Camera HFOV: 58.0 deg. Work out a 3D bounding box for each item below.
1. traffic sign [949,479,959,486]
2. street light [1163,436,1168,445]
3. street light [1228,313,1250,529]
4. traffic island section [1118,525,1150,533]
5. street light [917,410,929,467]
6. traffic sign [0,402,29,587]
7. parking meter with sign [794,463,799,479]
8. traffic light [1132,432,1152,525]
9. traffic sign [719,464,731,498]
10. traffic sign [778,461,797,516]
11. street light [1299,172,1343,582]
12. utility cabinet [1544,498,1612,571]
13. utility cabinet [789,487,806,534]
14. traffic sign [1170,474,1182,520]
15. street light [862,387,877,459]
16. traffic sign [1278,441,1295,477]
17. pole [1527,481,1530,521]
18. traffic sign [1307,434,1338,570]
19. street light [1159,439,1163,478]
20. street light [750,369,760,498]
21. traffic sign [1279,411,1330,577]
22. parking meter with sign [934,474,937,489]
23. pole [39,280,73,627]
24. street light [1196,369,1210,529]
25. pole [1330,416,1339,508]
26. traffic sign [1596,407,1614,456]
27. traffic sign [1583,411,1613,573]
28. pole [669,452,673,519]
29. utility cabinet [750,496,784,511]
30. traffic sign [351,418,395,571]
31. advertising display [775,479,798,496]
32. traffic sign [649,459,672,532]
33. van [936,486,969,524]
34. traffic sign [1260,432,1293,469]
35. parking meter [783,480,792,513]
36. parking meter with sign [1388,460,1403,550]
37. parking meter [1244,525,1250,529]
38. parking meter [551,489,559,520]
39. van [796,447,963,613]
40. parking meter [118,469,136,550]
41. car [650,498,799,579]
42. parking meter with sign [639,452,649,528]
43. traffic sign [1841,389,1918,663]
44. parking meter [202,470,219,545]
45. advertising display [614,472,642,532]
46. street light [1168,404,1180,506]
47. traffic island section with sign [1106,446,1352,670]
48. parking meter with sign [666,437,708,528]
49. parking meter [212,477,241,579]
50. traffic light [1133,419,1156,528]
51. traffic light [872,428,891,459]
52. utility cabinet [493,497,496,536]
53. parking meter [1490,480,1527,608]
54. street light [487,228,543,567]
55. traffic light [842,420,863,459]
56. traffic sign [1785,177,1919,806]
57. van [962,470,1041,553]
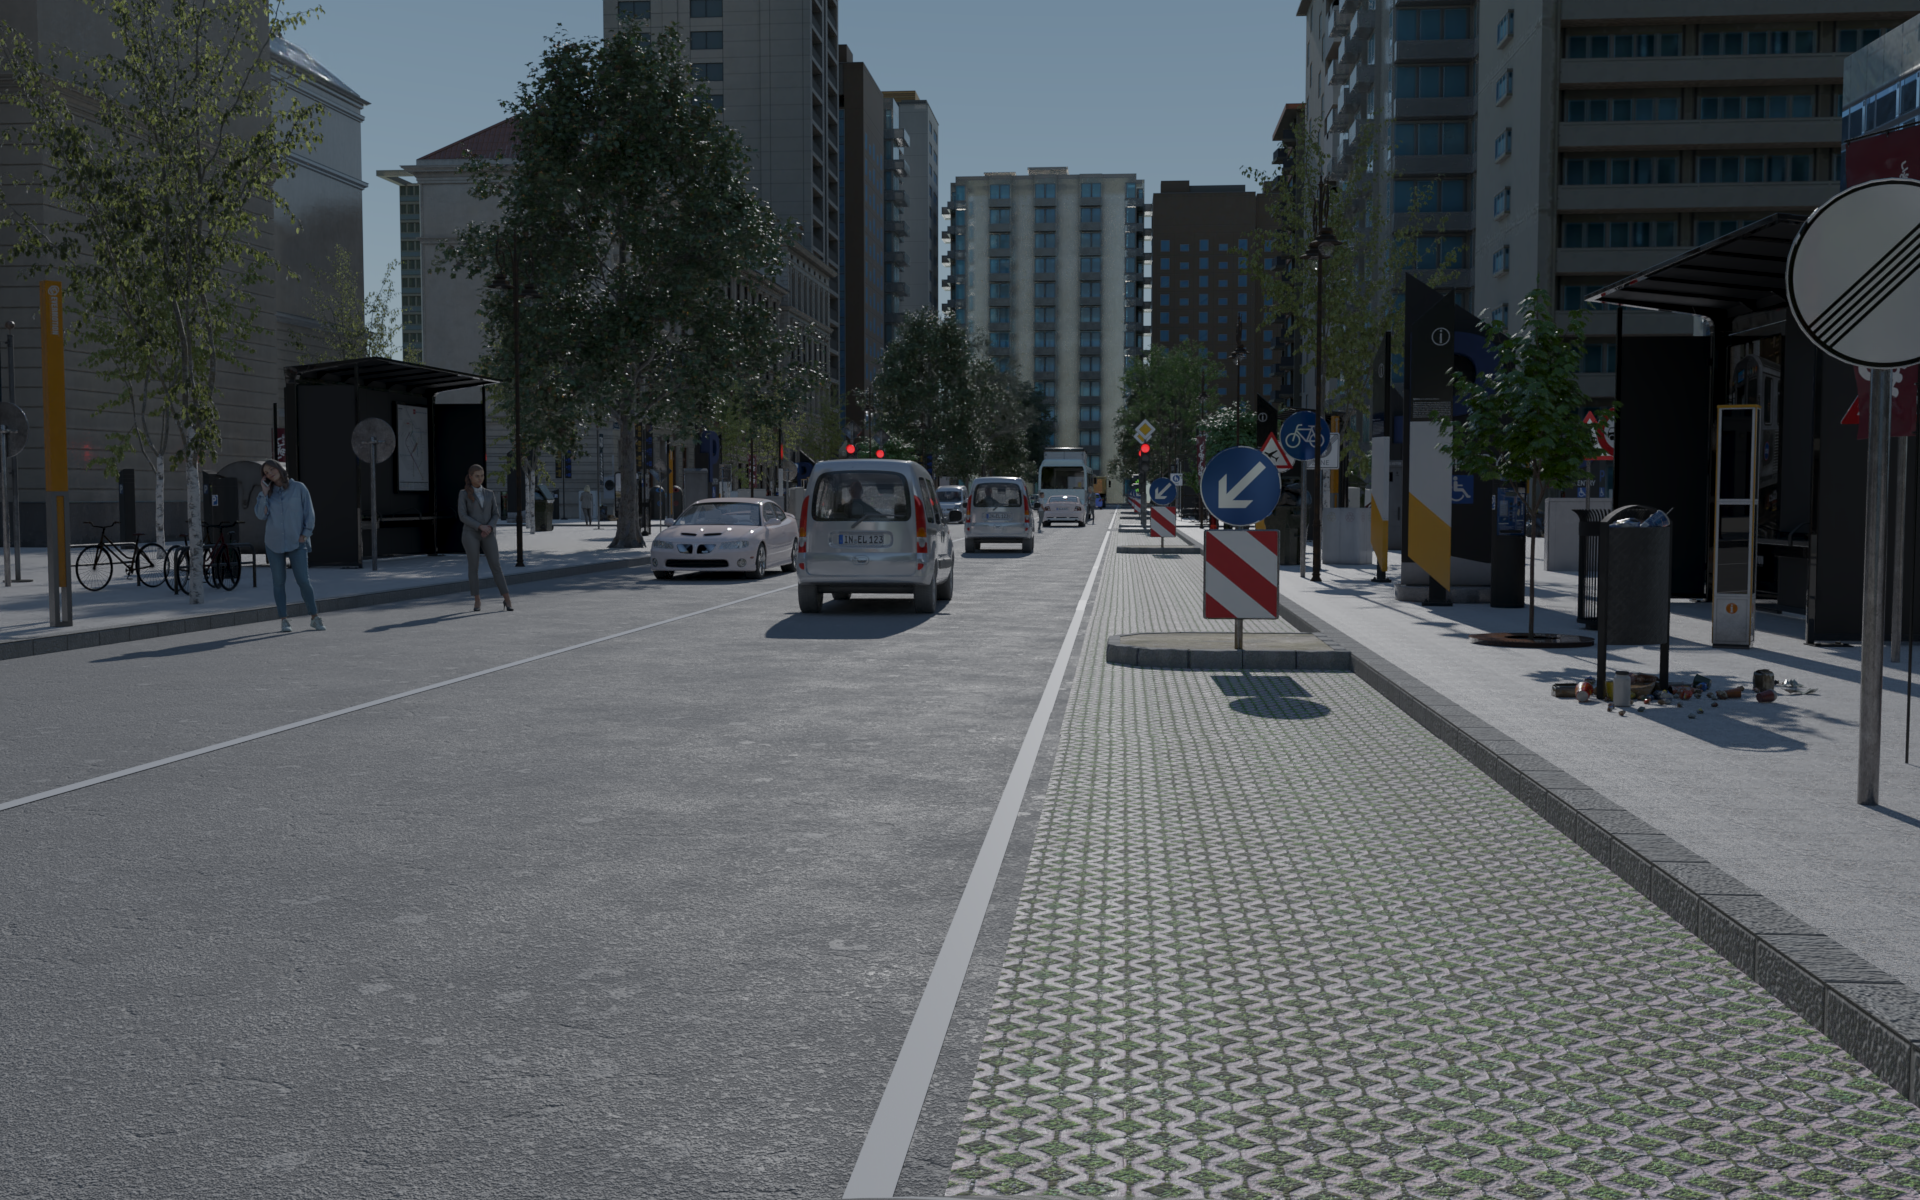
[{"bbox_3d":[-0.381,-6.619,110.346,0.606,2.300,0.079,1,4,10],"label":"traffic sign"},{"bbox_3d":[13.111,-8.282,108.199,0.468,5.910,1.993,0,4,5],"label":"street light"},{"bbox_3d":[7.108,-4.373,44.286,0.468,5.910,1.993,0,4,5],"label":"street light"},{"bbox_3d":[6.927,-2.599,64.772,2.009,0.180,2.903,0,4,5],"label":"traffic island section"},{"bbox_3d":[-1.985,-7.346,92.900,0.468,5.910,1.993,0,4,5],"label":"street light"},{"bbox_3d":[-13.205,-1.458,23.945,0.768,2.556,0.104,1,4,13],"label":"traffic sign"},{"bbox_3d":[-9.483,-6.193,97.519,0.543,3.016,1.738,-1,4,-16],"label":"parking meter with sign"},{"bbox_3d":[7.633,-5.119,72.613,0.839,4.253,0.868,0,4,5],"label":"traffic light"},{"bbox_3d":[-8.128,-3.498,59.328,0.606,2.300,0.079,1,4,13],"label":"traffic sign"},{"bbox_3d":[-6.560,-4.023,65.883,0.768,2.556,0.104,1,4,12],"label":"traffic sign"},{"bbox_3d":[5.233,-3.210,25.272,0.468,5.910,1.993,0,4,5],"label":"street light"},{"bbox_3d":[10.289,-1.082,28.858,1.020,1.237,0.306,0,4,7],"label":"utility cabinet"},{"bbox_3d":[-5.236,-2.855,55.362,0.318,1.500,1.173,-1,4,-15],"label":"utility cabinet"},{"bbox_3d":[10.749,-5.137,86.114,0.606,2.300,0.079,1,4,12],"label":"traffic sign"},{"bbox_3d":[-3.836,-6.185,73.912,0.468,5.910,1.993,0,4,5],"label":"street light"},{"bbox_3d":[7.617,-2.524,41.379,0.768,2.556,0.104,1,4,9],"label":"traffic sign"},{"bbox_3d":[26.083,-5.246,79.621,0.158,3.312,0.155,0,3,0],"label":"pole"},{"bbox_3d":[6.035,-1.645,29.021,0.606,2.300,0.079,1,4,12],"label":"traffic sign"},{"bbox_3d":[14.887,-9.487,127.896,0.468,5.910,1.993,0,4,5],"label":"street light"},{"bbox_3d":[-5.974,-4.704,49.692,0.468,5.910,1.993,0,4,5],"label":"street light"},{"bbox_3d":[5.281,-1.620,26.601,0.768,2.556,0.104,0,4,6],"label":"traffic sign"},{"bbox_3d":[-1.235,-8.890,141.610,1.738,3.016,0.543,-1,4,-18],"label":"parking meter with sign"},{"bbox_3d":[-8.708,-1.397,16.681,0.158,3.312,0.155,0,3,0],"label":"pole"},{"bbox_3d":[8.945,-5.574,63.918,0.468,5.910,1.993,0,4,5],"label":"street light"},{"bbox_3d":[9.806,-3.150,45.347,0.158,3.312,0.155,0,3,0],"label":"pole"},{"bbox_3d":[9.463,-1.508,24.769,0.768,2.556,0.104,0,4,7],"label":"traffic sign"},{"bbox_3d":[9.873,-1.665,27.234,0.884,2.594,0.081,1,4,11],"label":"traffic sign"},{"bbox_3d":[-12.711,-5.031,76.096,0.158,3.312,0.155,0,3,0],"label":"pole"},{"bbox_3d":[-5.990,-2.608,53.803,1.020,1.237,0.306,-1,4,-21],"label":"utility cabinet"},{"bbox_3d":[-9.800,-1.763,28.927,0.768,2.556,0.104,0,4,6],"label":"traffic sign"},{"bbox_3d":[-7.465,-4.240,74.542,0.974,1.923,0.123,-1,4,-9],"label":"advertising display"},{"bbox_3d":[-9.845,-3.409,56.928,0.795,2.450,0.064,1,4,10],"label":"traffic sign"},{"bbox_3d":[-0.491,-4.731,84.366,2.013,2.044,4.112,0,4,7],"label":"van"},{"bbox_3d":[6.512,-2.218,36.271,0.884,2.594,0.081,1,4,9],"label":"traffic sign"},{"bbox_3d":[-6.701,-3.742,66.901,0.399,1.863,0.255,3,4,37],"label":"parking meter"},{"bbox_3d":[9.940,-2.654,39.653,1.738,3.016,0.543,3,5,42],"label":"parking meter with sign"},{"bbox_3d":[10.250,-3.469,62.428,0.399,1.863,0.255,-1,4,-17],"label":"parking meter"},{"bbox_3d":[-20.343,-4.812,87.093,0.372,1.533,0.369,0,3,0],"label":"parking meter"},{"bbox_3d":[-1.013,-0.930,22.212,2.013,2.044,4.112,0,4,4],"label":"van"},{"bbox_3d":[-19.334,-2.110,40.214,0.255,1.863,0.399,-3,5,-44],"label":"parking meter"},{"bbox_3d":[-4.078,-1.122,30.703,2.083,1.381,4.827,0,4,6],"label":"car"},{"bbox_3d":[-12.197,-4.281,66.256,0.543,3.016,1.738,0,4,3],"label":"parking meter with sign"},{"bbox_3d":[7.130,-0.803,13.125,0.884,2.594,0.081,1,4,12],"label":"traffic sign"},{"bbox_3d":[-18.058,-2.207,41.797,0.399,1.863,0.255,3,5,41],"label":"parking meter"},{"bbox_3d":[-9.650,-2.764,50.401,0.974,1.923,0.123,2,4,32],"label":"advertising display"},{"bbox_3d":[11.011,-7.080,88.553,0.468,5.910,1.993,0,4,5],"label":"street light"},{"bbox_3d":[2.273,-0.391,15.027,1.989,1.847,2.006,0,4,5],"label":"traffic island section with sign"},{"bbox_3d":[-7.829,-3.373,51.414,1.738,3.016,0.543,-1,4,-12],"label":"parking meter with sign"},{"bbox_3d":[-11.146,-1.094,26.300,0.372,1.533,0.369,0,3,0],"label":"parking meter"},{"bbox_3d":[6.888,-4.633,64.662,0.839,4.253,0.868,0,4,5],"label":"traffic light"},{"bbox_3d":[-3.332,-5.180,73.619,0.839,4.253,0.868,0,4,5],"label":"traffic light"},{"bbox_3d":[-13.972,-2.468,51.517,0.306,1.237,1.020,-1,4,-18],"label":"utility cabinet"},{"bbox_3d":[6.198,-0.682,19.561,0.372,1.533,0.369,0,3,0],"label":"parking meter"},{"bbox_3d":[-7.770,-3.524,30.409,0.468,5.910,1.993,0,4,5],"label":"street light"},{"bbox_3d":[-4.077,-4.694,65.669,0.839,4.253,0.868,0,4,5],"label":"traffic light"},{"bbox_3d":[3.756,-0.427,7.088,0.768,2.556,0.104,1,4,13],"label":"traffic sign"},{"bbox_3d":[1.024,-2.237,43.594,2.013,2.044,4.112,0,4,4],"label":"van"}]
